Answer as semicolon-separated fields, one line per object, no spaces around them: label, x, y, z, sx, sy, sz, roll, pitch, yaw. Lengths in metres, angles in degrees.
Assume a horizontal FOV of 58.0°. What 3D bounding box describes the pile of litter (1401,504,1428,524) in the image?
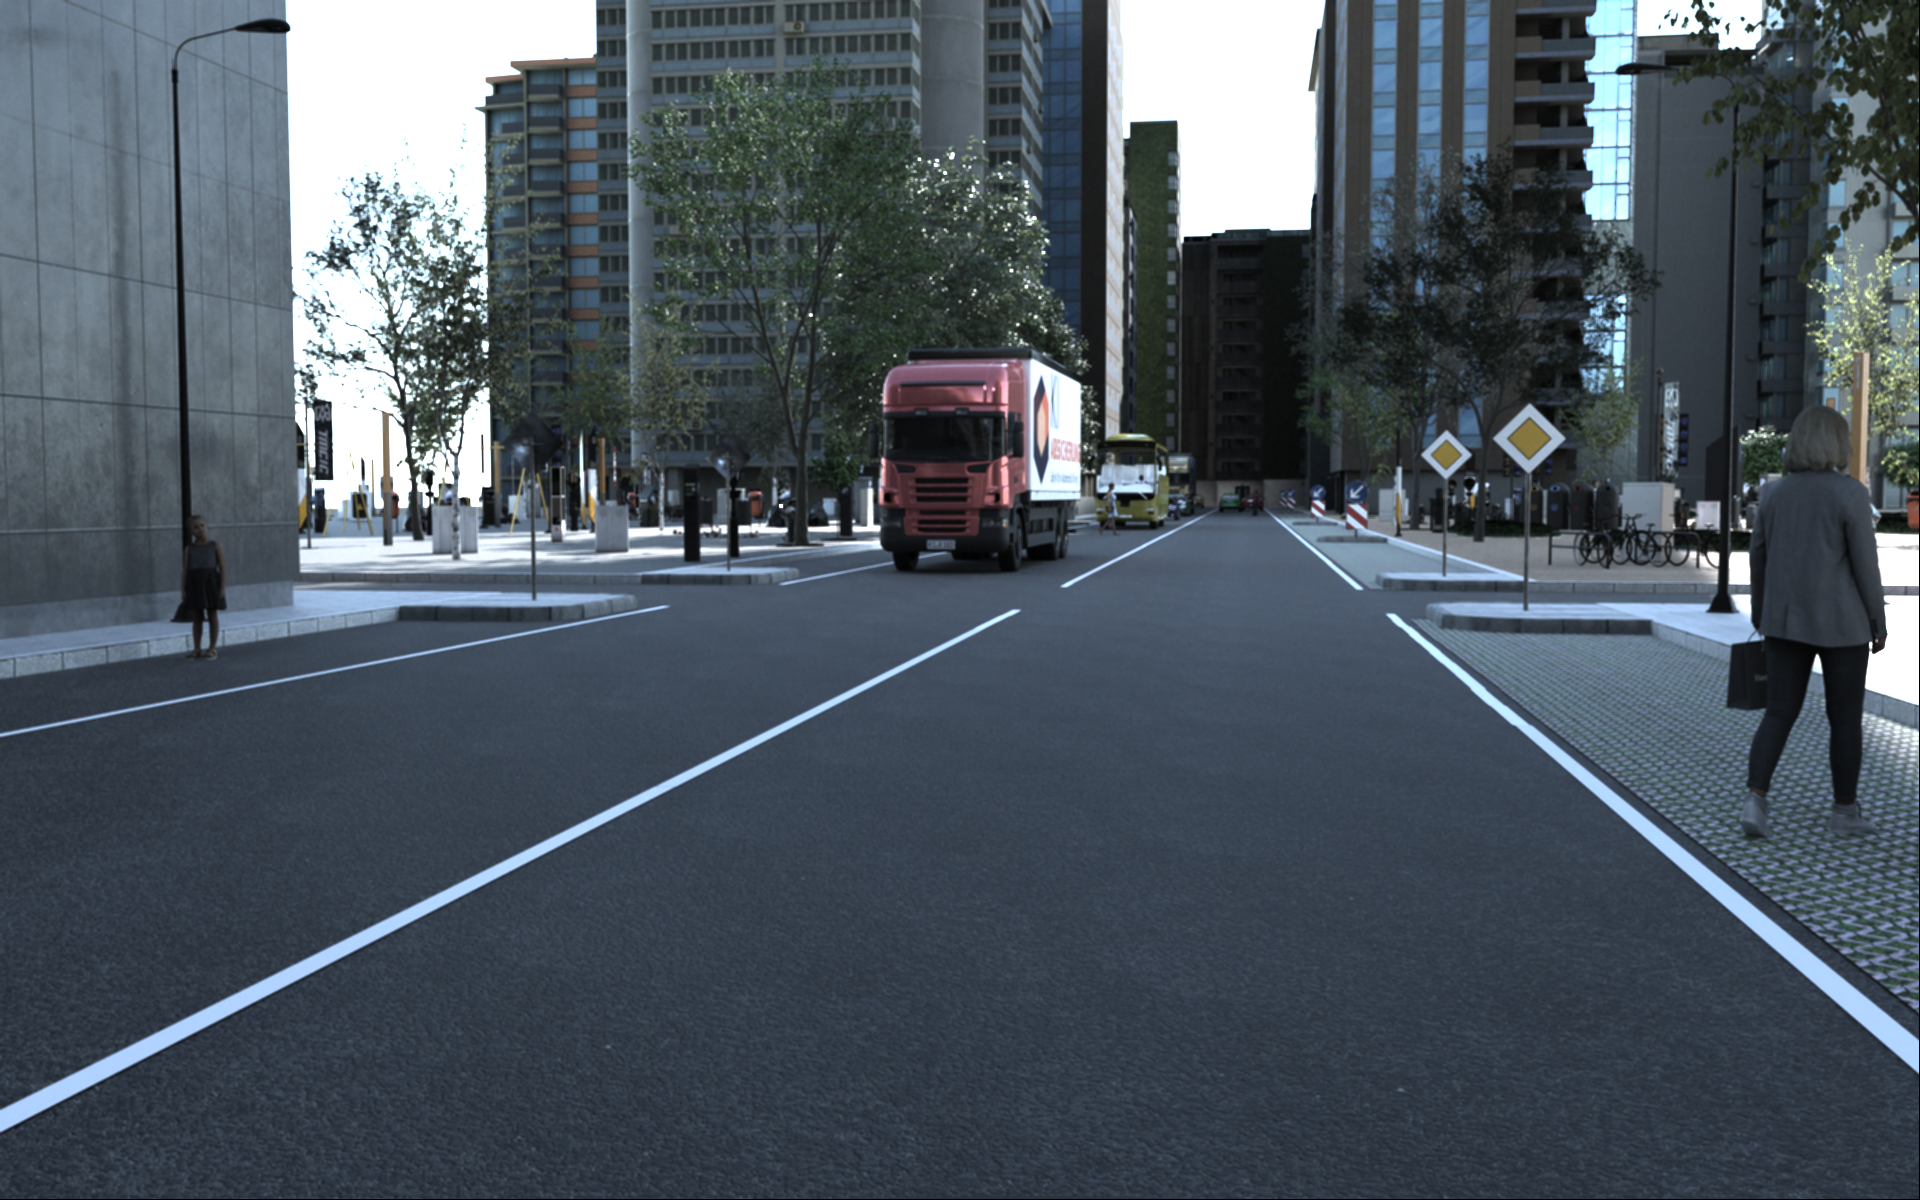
pile of litter;19.591;-3.714;74.684;1.176;0.858;1.719;1;4;19

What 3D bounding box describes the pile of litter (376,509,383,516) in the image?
pile of litter;-33.526;-5.308;100.754;1.176;0.858;1.719;-3;5;-44

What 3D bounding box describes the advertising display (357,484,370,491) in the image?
advertising display;-38.011;-6.435;110.429;0.974;1.923;0.123;2;4;28

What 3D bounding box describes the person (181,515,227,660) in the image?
person;-6.572;-0.115;15.055;0.362;1.253;0.373;0;4;-4

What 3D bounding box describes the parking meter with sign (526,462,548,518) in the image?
parking meter with sign;-23.091;-5.968;93.842;1.738;3.016;0.543;3;4;36

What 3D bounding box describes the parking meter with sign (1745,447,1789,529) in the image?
parking meter with sign;30.007;-4.157;64.227;1.738;3.016;0.543;-1;4;-18

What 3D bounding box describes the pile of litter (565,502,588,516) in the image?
pile of litter;-22.753;-5.393;102.134;1.719;0.858;1.176;0;4;-5

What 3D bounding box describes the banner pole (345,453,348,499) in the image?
banner pole;-37.640;-7.117;106.381;0.401;3.779;0.863;-1;4;-15

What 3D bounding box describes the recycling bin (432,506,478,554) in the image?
recycling bin;-10.975;-1.535;37.646;0.722;1.027;0.722;3;5;39

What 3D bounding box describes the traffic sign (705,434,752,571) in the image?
traffic sign;-3.850;-1.539;28.800;0.795;2.450;0.064;1;4;9

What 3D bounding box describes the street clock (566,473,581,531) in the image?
street clock;-13.358;-3.387;59.948;0.471;2.002;0.358;2;4;29

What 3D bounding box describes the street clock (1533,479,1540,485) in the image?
street clock;26.985;-4.681;81.106;0.358;2.002;0.471;2;4;30

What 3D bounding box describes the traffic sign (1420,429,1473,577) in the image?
traffic sign;7.536;-1.422;26.898;0.795;2.450;0.064;1;4;9

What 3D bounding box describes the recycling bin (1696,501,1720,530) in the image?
recycling bin;26.151;-2.937;60.572;0.722;1.027;0.722;1;4;20

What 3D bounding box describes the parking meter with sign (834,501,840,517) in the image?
parking meter with sign;-6.351;-6.298;99.235;1.738;3.016;0.543;-2;4;-24

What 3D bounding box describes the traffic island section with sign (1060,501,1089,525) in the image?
traffic island section with sign;4.943;-4.365;79.998;1.989;1.847;2.006;1;4;9

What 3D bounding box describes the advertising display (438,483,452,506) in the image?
advertising display;-28.746;-5.597;96.730;0.123;1.923;0.974;2;4;31

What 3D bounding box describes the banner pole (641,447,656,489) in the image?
banner pole;-16.653;-6.255;92.278;0.401;3.779;0.863;3;5;40

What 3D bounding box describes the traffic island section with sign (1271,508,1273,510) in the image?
traffic island section with sign;28.717;-8.916;154.404;1.989;1.847;2.006;1;4;9

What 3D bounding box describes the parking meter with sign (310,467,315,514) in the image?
parking meter with sign;-41.646;-6.952;109.930;1.738;3.016;0.543;2;4;32

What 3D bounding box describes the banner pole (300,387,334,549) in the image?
banner pole;-15.127;-3.104;40.768;0.863;3.779;0.401;0;4;1

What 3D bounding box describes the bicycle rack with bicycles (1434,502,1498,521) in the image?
bicycle rack with bicycles;21.864;-3.735;74.450;2.852;0.926;2.925;0;4;2

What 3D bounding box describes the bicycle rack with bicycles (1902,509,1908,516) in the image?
bicycle rack with bicycles;42.790;-3.817;75.795;2.925;0.926;2.852;-2;4;-35

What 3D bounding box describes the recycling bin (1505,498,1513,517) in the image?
recycling bin;31.625;-5.280;98.883;0.722;1.027;0.722;-3;4;-39

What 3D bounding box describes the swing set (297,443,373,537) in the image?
swing set;-20.141;-3.426;53.634;3.119;2.851;2.862;1;4;11

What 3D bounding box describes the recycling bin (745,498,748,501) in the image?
recycling bin;-12.819;-5.619;104.429;0.722;1.027;0.722;0;4;3

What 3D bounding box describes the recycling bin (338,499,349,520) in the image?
recycling bin;-30.829;-4.562;87.146;0.722;1.027;0.722;-3;4;-36

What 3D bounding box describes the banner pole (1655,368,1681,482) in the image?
banner pole;13.933;-2.705;34.238;0.401;3.779;0.863;-1;4;-15

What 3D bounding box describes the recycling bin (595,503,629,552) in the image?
recycling bin;-7.733;-1.585;38.462;0.722;1.027;0.722;-1;4;-12

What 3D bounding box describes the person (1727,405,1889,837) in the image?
person;3.504;0.086;7.272;0.728;1.800;0.709;-2;4;-30

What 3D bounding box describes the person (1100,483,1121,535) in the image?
person;5.208;-3.158;60.232;0.778;1.811;0.616;2;4;23

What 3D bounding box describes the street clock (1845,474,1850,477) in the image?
street clock;31.566;-3.479;61.459;0.471;2.002;0.358;-2;4;-33

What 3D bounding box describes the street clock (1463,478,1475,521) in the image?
street clock;22.309;-4.362;75.888;0.471;2.002;0.358;0;4;3

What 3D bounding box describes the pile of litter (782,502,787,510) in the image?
pile of litter;-9.580;-4.830;92.941;1.176;0.858;1.719;3;4;38

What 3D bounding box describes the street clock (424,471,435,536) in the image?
street clock;-16.361;-2.989;53.444;0.358;2.002;0.471;-1;4;-12

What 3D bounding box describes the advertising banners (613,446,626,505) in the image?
advertising banners;-12.633;-4.160;64.209;0.090;3.025;2.074;0;4;0

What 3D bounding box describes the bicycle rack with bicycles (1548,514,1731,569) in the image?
bicycle rack with bicycles;11.827;-1.068;30.844;2.852;0.926;2.925;-1;4;-12

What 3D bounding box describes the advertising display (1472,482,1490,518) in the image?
advertising display;27.983;-5.372;93.046;0.974;1.923;0.123;0;4;-7

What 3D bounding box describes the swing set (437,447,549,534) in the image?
swing set;-15.655;-3.662;57.489;3.119;2.851;2.862;1;4;14

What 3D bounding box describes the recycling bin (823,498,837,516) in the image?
recycling bin;-7.699;-5.525;102.882;0.722;1.027;0.722;1;4;11

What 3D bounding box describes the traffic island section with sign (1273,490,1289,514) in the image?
traffic island section with sign;24.242;-7.267;127.444;1.989;1.847;2.006;1;4;9

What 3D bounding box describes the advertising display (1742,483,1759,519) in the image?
advertising display;40.600;-5.113;88.818;0.974;1.923;0.123;0;4;7

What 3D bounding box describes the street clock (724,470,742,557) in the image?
street clock;-4.613;-1.876;35.238;0.358;2.002;0.471;0;4;6

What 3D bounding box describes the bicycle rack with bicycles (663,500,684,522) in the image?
bicycle rack with bicycles;-12.892;-4.126;80.838;2.925;0.926;2.852;-3;5;-40

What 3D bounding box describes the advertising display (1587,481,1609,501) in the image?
advertising display;30.335;-4.721;82.408;0.974;1.923;0.123;0;4;7

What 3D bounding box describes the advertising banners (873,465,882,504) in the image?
advertising banners;-5.196;-6.572;103.642;2.074;3.025;0.090;3;5;42

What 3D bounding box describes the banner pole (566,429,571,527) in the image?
banner pole;-15.122;-4.706;66.959;0.401;3.779;0.863;0;4;-4

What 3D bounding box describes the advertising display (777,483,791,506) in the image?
advertising display;-10.746;-6.111;105.126;0.974;1.923;0.123;-2;4;-27

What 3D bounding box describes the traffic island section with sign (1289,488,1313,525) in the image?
traffic island section with sign;16.286;-4.334;79.492;1.989;1.847;2.006;1;4;9

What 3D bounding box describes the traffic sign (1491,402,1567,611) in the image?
traffic sign;6.230;-0.941;19.020;0.795;2.450;0.064;1;4;9

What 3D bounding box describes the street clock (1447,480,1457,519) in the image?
street clock;25.289;-5.174;89.159;0.471;2.002;0.358;-1;4;-17

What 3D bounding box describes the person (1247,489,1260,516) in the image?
person;19.480;-6.451;114.701;0.721;1.743;1.217;-2;4;-31

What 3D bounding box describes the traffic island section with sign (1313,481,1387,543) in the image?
traffic island section with sign;11.653;-2.626;51.564;1.989;1.847;2.006;1;4;9

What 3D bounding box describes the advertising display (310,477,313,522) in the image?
advertising display;-25.139;-3.728;66.160;0.123;1.923;0.974;2;4;25

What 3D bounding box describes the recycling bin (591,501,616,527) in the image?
recycling bin;-13.768;-3.328;66.969;0.722;1.027;0.722;2;4;25

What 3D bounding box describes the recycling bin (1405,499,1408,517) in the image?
recycling bin;24.346;-5.098;95.906;0.722;1.027;0.722;-1;4;-9

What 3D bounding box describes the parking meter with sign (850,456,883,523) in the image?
parking meter with sign;-4.251;-4.900;76.373;1.738;3.016;0.543;2;4;24

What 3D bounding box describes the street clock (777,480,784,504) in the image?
street clock;-9.365;-5.191;89.442;0.471;2.002;0.358;2;4;27

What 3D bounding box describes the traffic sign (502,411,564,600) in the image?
traffic sign;-5.156;-1.057;20.922;0.795;2.450;0.064;1;4;9

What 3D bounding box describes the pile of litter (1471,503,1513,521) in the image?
pile of litter;25.347;-4.148;81.792;1.176;0.858;1.719;-3;5;-45
